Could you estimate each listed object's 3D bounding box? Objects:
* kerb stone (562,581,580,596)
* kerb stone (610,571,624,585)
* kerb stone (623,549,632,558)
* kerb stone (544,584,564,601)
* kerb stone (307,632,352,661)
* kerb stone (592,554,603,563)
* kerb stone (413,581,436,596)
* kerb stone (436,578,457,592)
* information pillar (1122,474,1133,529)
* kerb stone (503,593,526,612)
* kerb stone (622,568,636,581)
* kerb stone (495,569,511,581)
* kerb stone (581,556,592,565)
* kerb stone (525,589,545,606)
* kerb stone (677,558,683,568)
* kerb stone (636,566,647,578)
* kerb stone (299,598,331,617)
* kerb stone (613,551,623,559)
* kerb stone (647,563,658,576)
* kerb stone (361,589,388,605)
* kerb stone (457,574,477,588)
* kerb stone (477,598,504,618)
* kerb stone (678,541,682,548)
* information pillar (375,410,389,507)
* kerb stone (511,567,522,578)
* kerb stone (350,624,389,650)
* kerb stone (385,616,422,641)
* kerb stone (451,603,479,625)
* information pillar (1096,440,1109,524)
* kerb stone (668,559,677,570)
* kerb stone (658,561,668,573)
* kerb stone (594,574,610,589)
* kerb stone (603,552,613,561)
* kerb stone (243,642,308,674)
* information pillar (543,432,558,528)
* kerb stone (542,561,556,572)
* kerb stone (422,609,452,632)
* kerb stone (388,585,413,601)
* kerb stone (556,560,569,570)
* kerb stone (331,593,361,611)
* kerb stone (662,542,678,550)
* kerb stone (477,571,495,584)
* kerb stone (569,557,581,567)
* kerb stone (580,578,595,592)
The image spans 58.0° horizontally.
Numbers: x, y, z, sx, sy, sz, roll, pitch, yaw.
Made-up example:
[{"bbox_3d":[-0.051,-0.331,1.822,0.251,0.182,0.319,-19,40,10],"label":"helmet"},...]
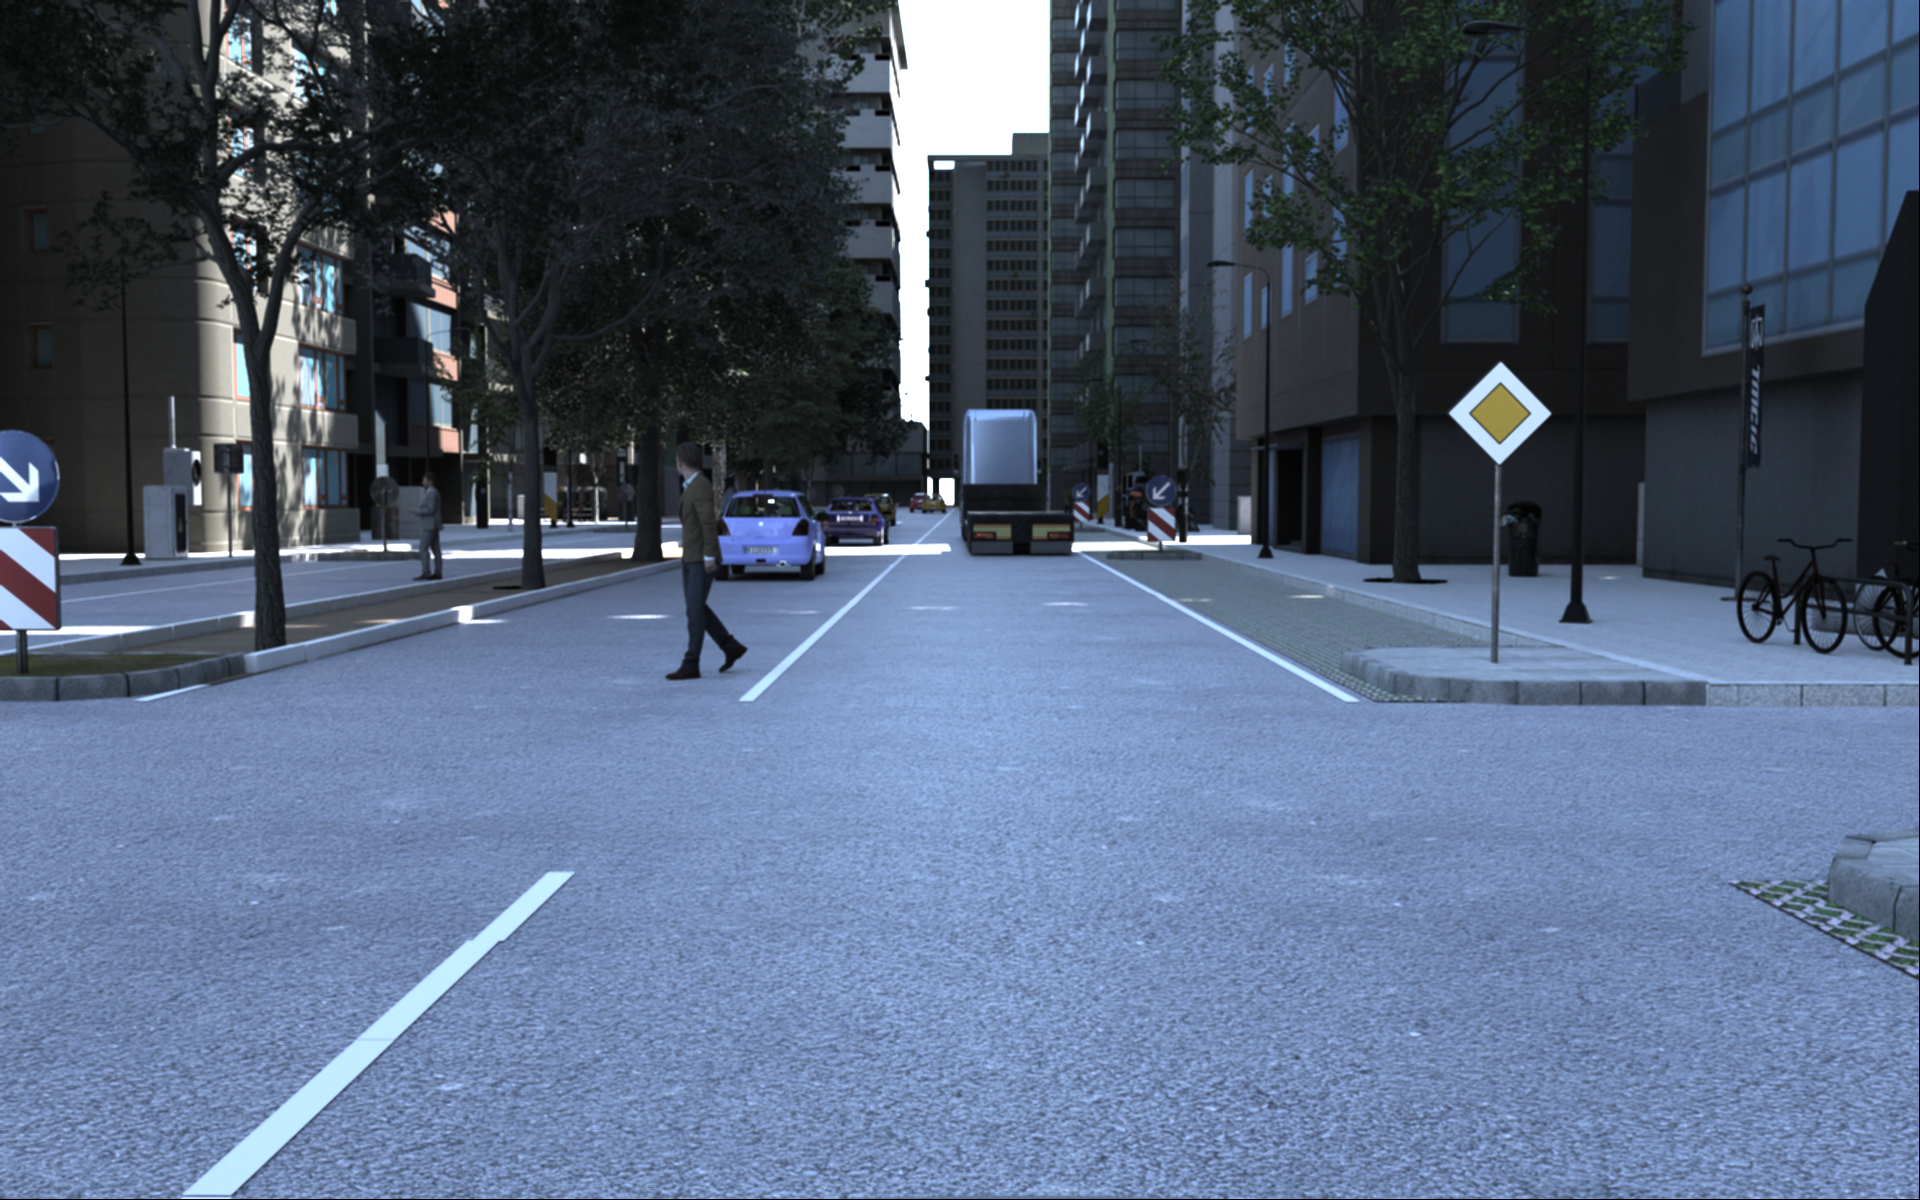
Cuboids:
[{"bbox_3d":[-5.594,-0.144,24.546,0.120,0.150,1.000,0,4,0],"label":"kerb stone"},{"bbox_3d":[-5.566,-0.324,27.621,0.120,0.150,1.000,0,4,0],"label":"kerb stone"},{"bbox_3d":[-7.596,-1.027,38.990,0.120,0.150,1.000,0,4,0],"label":"kerb stone"},{"bbox_3d":[-5.593,-0.081,23.523,0.120,0.150,1.000,0,4,0],"label":"kerb stone"},{"bbox_3d":[-5.638,0.425,15.315,0.120,0.150,1.000,0,4,0],"label":"kerb stone"},{"bbox_3d":[-7.621,-0.839,35.914,0.120,0.150,1.000,0,4,0],"label":"kerb stone"},{"bbox_3d":[-7.691,-0.146,24.581,0.120,0.150,1.000,0,4,0],"label":"kerb stone"},{"bbox_3d":[-7.681,-0.209,25.610,0.120,0.150,1.000,0,4,0],"label":"kerb stone"},{"bbox_3d":[6.196,-3.643,64.055,0.304,2.012,0.304,-2,4,-35],"label":"information pillar"},{"bbox_3d":[-5.605,0.045,21.465,0.120,0.150,1.000,0,4,0],"label":"kerb stone"},{"bbox_3d":[-5.566,-0.392,28.646,0.120,0.150,1.000,0,4,0],"label":"kerb stone"},{"bbox_3d":[-7.670,-0.397,28.693,0.120,0.150,1.000,0,4,0],"label":"kerb stone"},{"bbox_3d":[-7.630,-0.775,34.873,0.120,0.150,1.000,0,4,0],"label":"kerb stone"},{"bbox_3d":[-5.604,-0.019,22.498,0.120,0.150,1.000,0,4,0],"label":"kerb stone"},{"bbox_3d":[-5.532,-0.708,33.765,0.120,0.150,1.000,0,4,0],"label":"kerb stone"},{"bbox_3d":[-5.552,-0.457,29.670,0.120,0.150,1.000,0,4,0],"label":"kerb stone"},{"bbox_3d":[-7.717,0.104,20.490,0.120,0.150,1.000,0,4,0],"label":"kerb stone"},{"bbox_3d":[-7.609,-0.962,37.964,0.120,0.150,1.000,0,4,0],"label":"kerb stone"},{"bbox_3d":[-5.550,-0.520,30.695,0.120,0.150,1.000,0,4,0],"label":"kerb stone"},{"bbox_3d":[-7.700,-0.019,22.534,0.120,0.150,1.000,0,4,0],"label":"kerb stone"},{"bbox_3d":[-7.672,-0.272,26.643,0.120,0.150,1.000,0,4,0],"label":"kerb stone"},{"bbox_3d":[-5.608,0.108,20.431,0.120,0.150,1.000,0,4,0],"label":"kerb stone"},{"bbox_3d":[-7.554,-1.466,46.168,0.120,0.150,1.000,0,4,0],"label":"kerb stone"},{"bbox_3d":[-16.118,-3.484,48.311,0.504,3.616,0.183,3,5,39],"label":"information pillar"},{"bbox_3d":[-7.658,-0.461,29.727,0.120,0.150,1.000,0,4,0],"label":"kerb stone"},{"bbox_3d":[-5.638,0.362,16.337,0.120,0.150,1.000,0,4,0],"label":"kerb stone"},{"bbox_3d":[-5.633,0.296,17.359,0.120,0.150,1.000,0,4,0],"label":"kerb stone"},{"bbox_3d":[-5.624,0.171,19.407,0.120,0.150,1.000,0,4,0],"label":"kerb stone"},{"bbox_3d":[6.133,-5.084,74.484,0.504,3.616,0.183,0,3,0],"label":"information pillar"},{"bbox_3d":[-5.540,-0.642,32.743,0.120,0.150,1.000,0,4,0],"label":"kerb stone"},{"bbox_3d":[-5.544,-0.582,31.717,0.120,0.150,1.000,0,4,0],"label":"kerb stone"},{"bbox_3d":[-5.582,-0.265,26.595,0.120,0.150,1.000,0,4,0],"label":"kerb stone"},{"bbox_3d":[-7.613,-0.902,36.942,0.120,0.150,1.000,0,4,0],"label":"kerb stone"},{"bbox_3d":[-5.656,0.483,14.293,0.120,0.150,1.000,0,4,0],"label":"kerb stone"},{"bbox_3d":[-15.428,-4.522,65.289,0.504,3.616,0.183,-1,4,-14],"label":"information pillar"},{"bbox_3d":[-7.650,-0.586,31.782,0.120,0.150,1.000,0,4,0],"label":"kerb stone"},{"bbox_3d":[-5.626,0.233,18.382,0.120,0.150,1.000,0,4,0],"label":"kerb stone"},{"bbox_3d":[-7.697,-0.083,23.559,0.120,0.150,1.000,0,4,0],"label":"kerb stone"},{"bbox_3d":[-7.642,-0.649,32.814,0.120,0.150,1.000,0,4,0],"label":"kerb stone"},{"bbox_3d":[-7.709,0.042,21.512,0.120,0.150,1.000,0,4,0],"label":"kerb stone"},{"bbox_3d":[-7.561,-1.402,45.142,0.120,0.150,1.000,0,4,0],"label":"kerb stone"},{"bbox_3d":[-7.674,-0.331,27.671,0.120,0.150,1.000,0,4,0],"label":"kerb stone"},{"bbox_3d":[-7.632,-0.707,33.852,0.120,0.150,1.000,0,4,0],"label":"kerb stone"},{"bbox_3d":[-5.591,-0.201,25.569,0.120,0.150,1.000,0,4,0],"label":"kerb stone"}]
